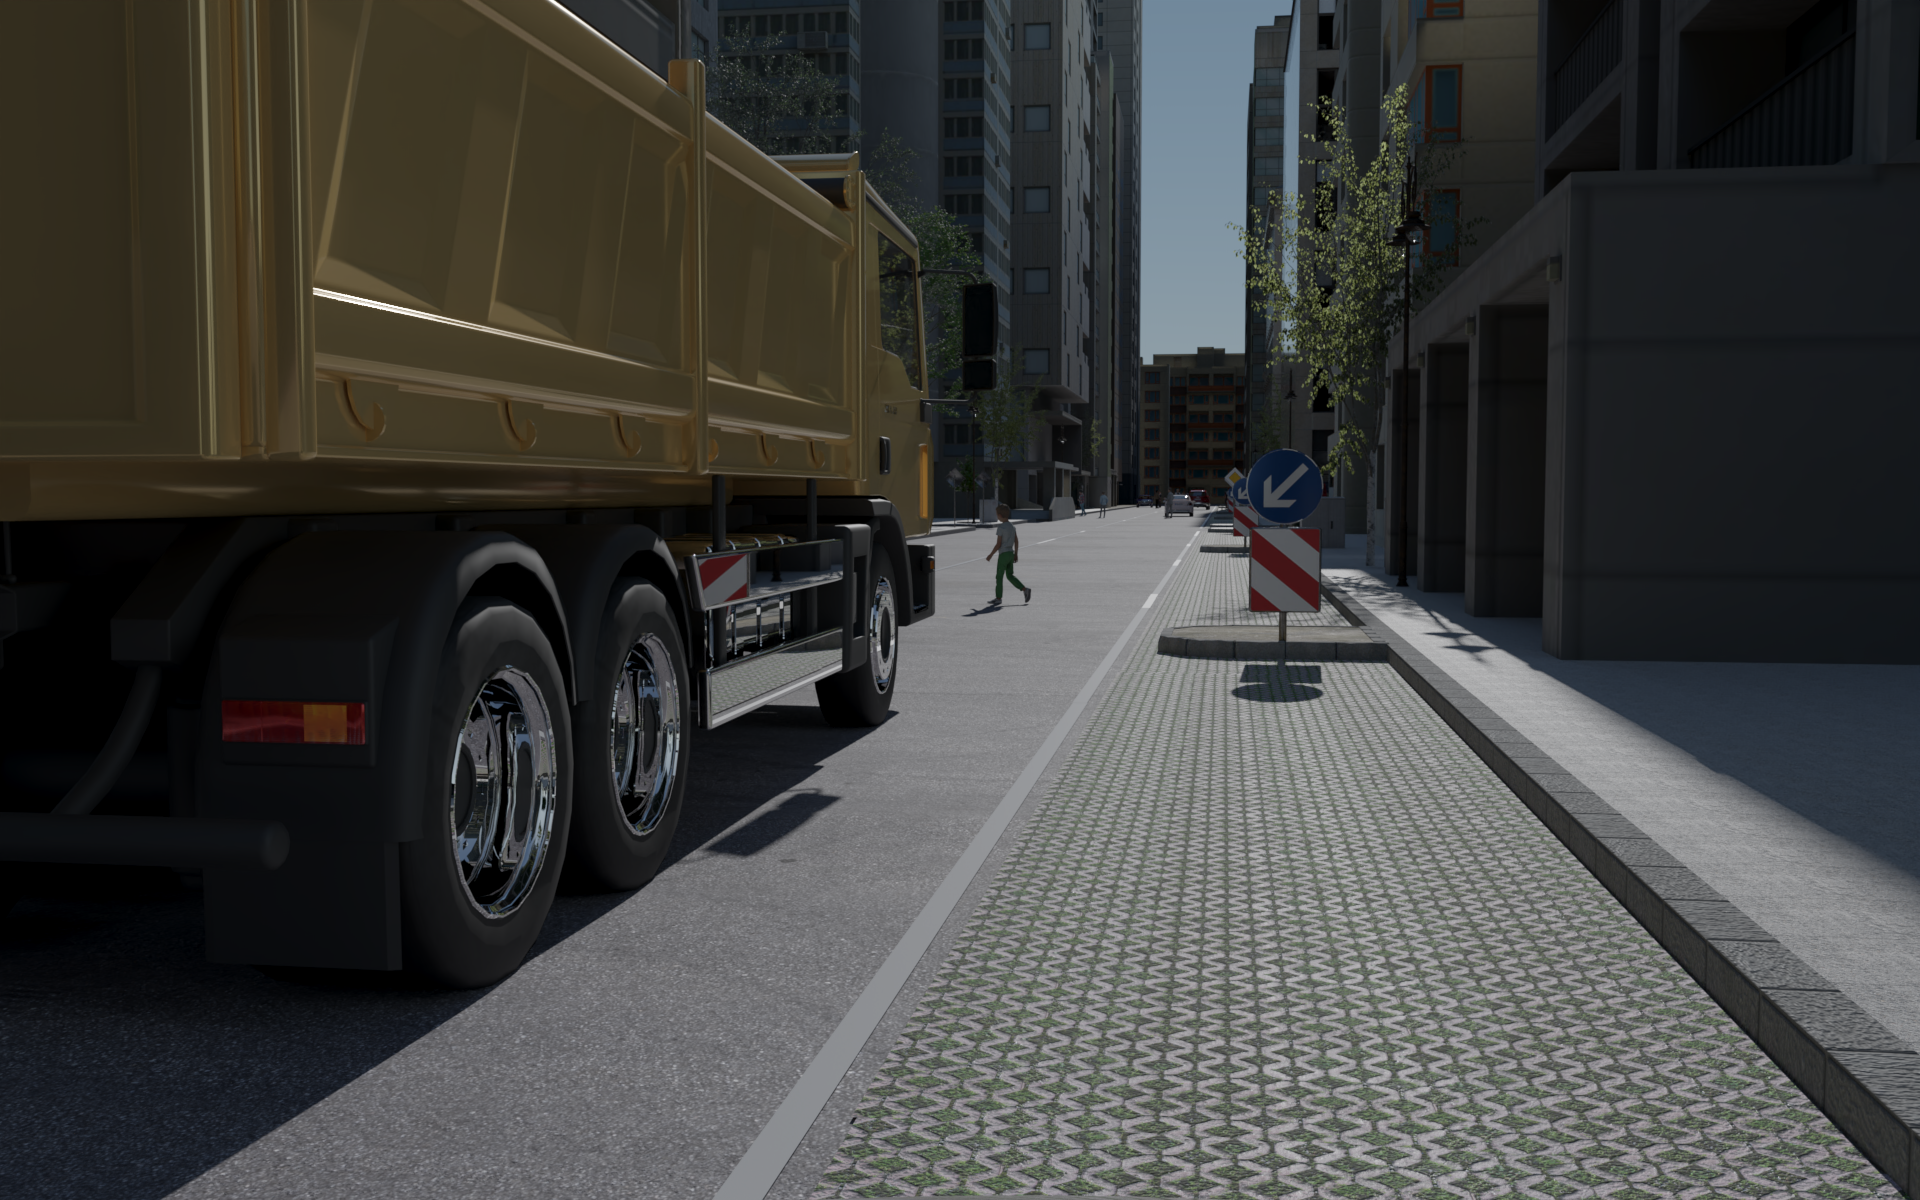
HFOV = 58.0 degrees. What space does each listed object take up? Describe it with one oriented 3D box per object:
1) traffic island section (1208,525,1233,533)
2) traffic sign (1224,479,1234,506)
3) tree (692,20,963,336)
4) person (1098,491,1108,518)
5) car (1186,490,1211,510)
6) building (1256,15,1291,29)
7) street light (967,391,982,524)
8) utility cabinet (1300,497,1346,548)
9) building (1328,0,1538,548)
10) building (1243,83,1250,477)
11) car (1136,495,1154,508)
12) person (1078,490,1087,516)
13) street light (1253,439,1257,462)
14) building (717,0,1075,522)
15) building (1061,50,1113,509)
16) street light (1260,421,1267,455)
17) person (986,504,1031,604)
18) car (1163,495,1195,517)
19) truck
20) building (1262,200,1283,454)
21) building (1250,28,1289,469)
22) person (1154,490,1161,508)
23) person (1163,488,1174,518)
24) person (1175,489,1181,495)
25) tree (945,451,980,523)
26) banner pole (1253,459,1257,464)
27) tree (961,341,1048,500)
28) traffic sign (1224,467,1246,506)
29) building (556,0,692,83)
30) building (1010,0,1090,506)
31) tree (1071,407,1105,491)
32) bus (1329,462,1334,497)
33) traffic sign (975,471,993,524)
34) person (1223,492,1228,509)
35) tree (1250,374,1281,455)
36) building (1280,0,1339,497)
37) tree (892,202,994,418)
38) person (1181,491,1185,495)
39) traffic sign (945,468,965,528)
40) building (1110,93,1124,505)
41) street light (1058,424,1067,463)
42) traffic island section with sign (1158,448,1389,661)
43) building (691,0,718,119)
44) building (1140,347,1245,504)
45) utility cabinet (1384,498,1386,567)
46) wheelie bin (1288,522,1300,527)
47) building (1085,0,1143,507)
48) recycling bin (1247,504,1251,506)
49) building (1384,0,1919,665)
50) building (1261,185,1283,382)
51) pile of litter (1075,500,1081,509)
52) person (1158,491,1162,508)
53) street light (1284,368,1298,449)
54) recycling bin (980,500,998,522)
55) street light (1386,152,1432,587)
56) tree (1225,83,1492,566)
[{"bbox_3d":[10.297,-2.603,64.835,2.009,0.180,2.903,1,4,9],"label":"traffic island section"},{"bbox_3d":[11.478,-4.221,72.655,0.795,2.450,0.064,1,4,9],"label":"traffic sign"},{"bbox_3d":[-5.015,-8.235,45.017,12.009,13.543,11.850,0,3,0],"label":"tree"},{"bbox_3d":[8.629,-5.745,104.236,0.589,1.601,0.330,-1,4,-14],"label":"person"},{"bbox_3d":[21.697,-9.105,157.537,2.281,1.827,5.304,1,4,10],"label":"car"},{"bbox_3d":[39.867,-33.540,172.080,21.300,48.544,21.600,1,4,9],"label":"building"},{"bbox_3d":[0.597,-6.223,74.526,0.468,5.910,1.993,1,4,9],"label":"street light"},{"bbox_3d":[8.592,-1.827,41.034,1.020,1.237,0.306,0,4,1],"label":"utility cabinet"},{"bbox_3d":[25.095,-12.368,47.255,27.650,21.520,28.899,1,4,9],"label":"building"},{"bbox_3d":[42.966,-34.918,194.610,21.300,48.544,21.600,1,4,9],"label":"building"},{"bbox_3d":[19.575,-10.449,183.425,1.945,1.354,3.894,0,4,7],"label":"car"},{"bbox_3d":[7.897,-6.259,111.672,0.643,1.720,0.563,0,4,-7],"label":"person"},{"bbox_3d":[24.917,-10.608,146.234,0.468,5.910,1.993,1,4,9],"label":"street light"},{"bbox_3d":[-10.089,-24.829,97.831,32.217,40.220,23.993,1,4,9],"label":"building"},{"bbox_3d":[6.252,-28.901,156.128,14.154,41.232,14.086,1,4,9],"label":"building"},{"bbox_3d":[18.787,-8.217,107.131,0.468,5.910,1.993,1,4,9],"label":"street light"},{"bbox_3d":[0.636,-0.602,22.590,0.590,1.304,0.306,1,4,19],"label":"person"},{"bbox_3d":[14.124,-6.071,111.629,2.083,1.381,4.827,0,4,7],"label":"car"},{"bbox_3d":[-2.001,-0.785,8.760,3.469,3.379,9.791,1,4,9],"label":"truck"},{"bbox_3d":[24.671,-16.082,112.088,9.793,20.994,18.267,1,4,9],"label":"building"},{"bbox_3d":[33.247,-28.850,155.296,14.154,41.232,14.086,1,4,9],"label":"building"},{"bbox_3d":[19.692,-10.053,172.879,0.705,1.823,1.348,-1,4,-23],"label":"person"},{"bbox_3d":[12.417,-5.774,103.110,0.583,1.804,0.606,2,4,32],"label":"person"},{"bbox_3d":[17.328,-7.940,138.192,0.514,1.842,0.818,-3,5,-41],"label":"person"},{"bbox_3d":[0.398,-5.059,77.318,1.663,3.219,1.824,0,3,0],"label":"tree"},{"bbox_3d":[20.876,-8.114,122.686,0.401,3.779,0.863,2,4,24],"label":"banner pole"},{"bbox_3d":[1.953,-8.046,81.919,4.737,8.622,4.395,0,3,0],"label":"tree"},{"bbox_3d":[10.272,-3.738,64.762,0.795,2.450,0.064,1,4,9],"label":"traffic sign"},{"bbox_3d":[-17.329,-24.485,24.024,21.300,48.544,21.600,1,4,9],"label":"building"},{"bbox_3d":[-4.432,-33.114,130.657,28.713,52.752,27.495,1,4,9],"label":"building"},{"bbox_3d":[10.083,-11.970,146.077,4.360,8.622,3.978,0,3,0],"label":"tree"},{"bbox_3d":[21.167,-4.428,67.262,13.247,3.499,2.948,0,4,7],"label":"bus"},{"bbox_3d":[1.008,-4.320,74.269,0.795,2.450,0.064,1,4,9],"label":"traffic sign"},{"bbox_3d":[25.626,-9.617,167.212,0.415,1.643,0.593,0,4,-6],"label":"person"},{"bbox_3d":[19.015,-9.252,101.632,4.737,8.622,4.395,0,3,0],"label":"tree"},{"bbox_3d":[32.217,-16.759,78.533,34.151,26.468,19.350,1,4,9],"label":"building"},{"bbox_3d":[-2.407,-8.126,58.619,9.928,11.665,9.643,0,3,0],"label":"tree"},{"bbox_3d":[24.790,-11.222,191.988,0.705,1.823,1.348,3,5,44],"label":"person"},{"bbox_3d":[-0.198,-3.837,66.375,0.795,2.450,0.064,1,4,9],"label":"traffic sign"},{"bbox_3d":[10.628,-33.079,190.953,14.600,45.320,14.200,1,4,9],"label":"building"},{"bbox_3d":[6.704,-8.614,113.633,0.468,5.910,1.993,1,4,9],"label":"street light"},{"bbox_3d":[2.836,-0.443,15.864,1.989,1.847,2.006,1,4,9],"label":"traffic island section with sign"},{"bbox_3d":[-16.282,-23.026,60.073,14.086,41.232,14.154,1,4,9],"label":"building"},{"bbox_3d":[35.291,-24.351,243.185,28.899,21.520,27.650,1,4,9],"label":"building"},{"bbox_3d":[7.802,-1.149,29.947,0.306,1.237,1.020,-2,4,-30],"label":"utility cabinet"},{"bbox_3d":[11.431,-3.086,58.364,0.980,1.594,0.693,0,4,-7],"label":"wheelie bin"},{"bbox_3d":[11.708,-47.477,214.493,20.611,71.187,20.563,1,4,9],"label":"building"},{"bbox_3d":[23.146,-7.641,137.483,0.722,1.027,0.722,2,4,25],"label":"recycling bin"},{"bbox_3d":[15.407,-35.223,14.142,20.563,71.187,20.611,1,4,9],"label":"building"},{"bbox_3d":[29.608,-20.537,133.039,12.463,27.353,25.104,1,4,9],"label":"building"},{"bbox_3d":[9.910,-8.172,147.577,1.176,0.858,1.719,2,4,29],"label":"pile of litter"},{"bbox_3d":[20.878,-10.570,182.124,0.742,1.727,0.445,2,4,32],"label":"person"},{"bbox_3d":[12.128,-5.557,63.644,0.468,5.910,1.993,1,4,9],"label":"street light"},{"bbox_3d":[1.305,-4.063,78.983,0.722,1.027,0.722,-1,4,-10],"label":"recycling bin"},{"bbox_3d":[6.140,-3.123,23.855,0.468,5.910,1.993,1,4,9],"label":"street light"},{"bbox_3d":[7.106,-4.917,30.760,4.360,8.622,3.978,0,3,0],"label":"tree"}]
